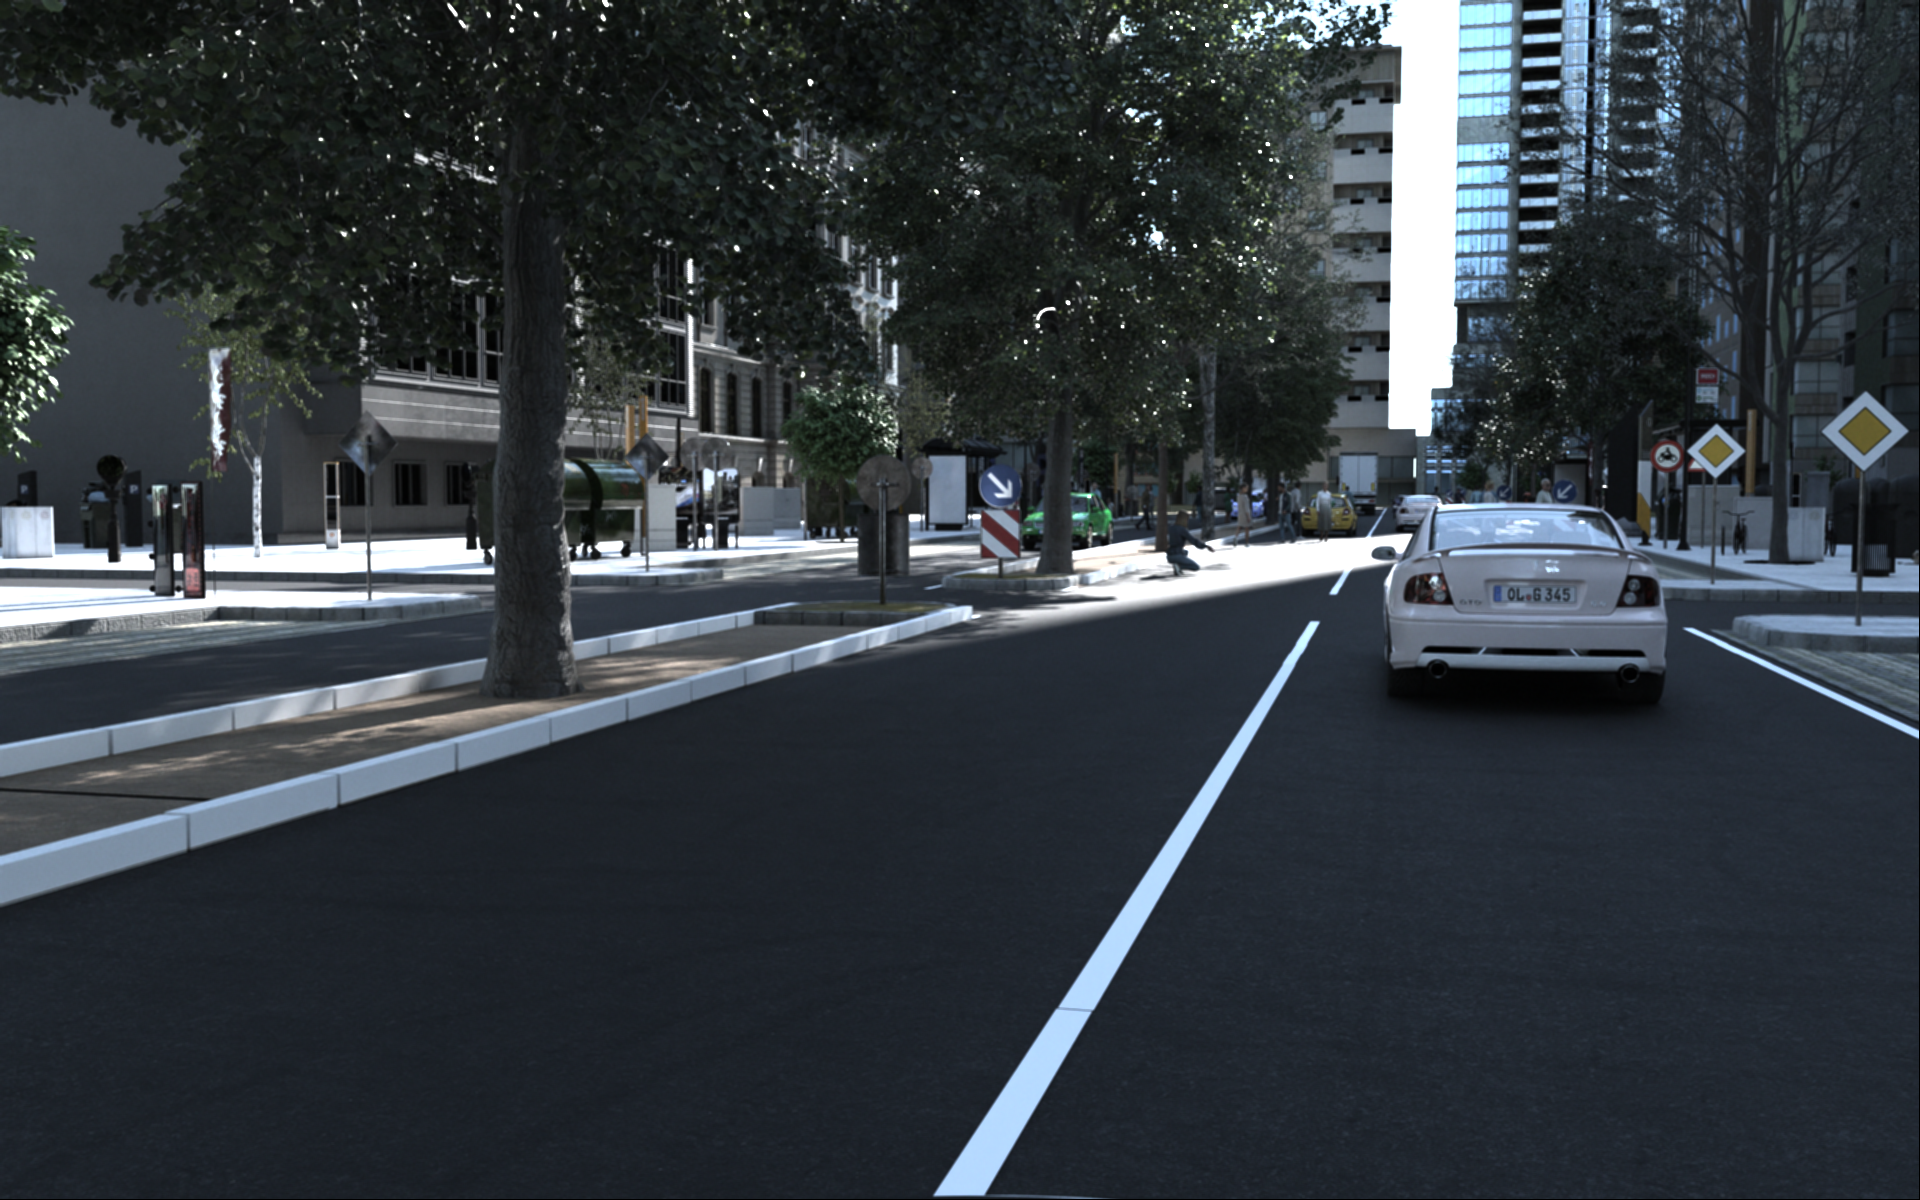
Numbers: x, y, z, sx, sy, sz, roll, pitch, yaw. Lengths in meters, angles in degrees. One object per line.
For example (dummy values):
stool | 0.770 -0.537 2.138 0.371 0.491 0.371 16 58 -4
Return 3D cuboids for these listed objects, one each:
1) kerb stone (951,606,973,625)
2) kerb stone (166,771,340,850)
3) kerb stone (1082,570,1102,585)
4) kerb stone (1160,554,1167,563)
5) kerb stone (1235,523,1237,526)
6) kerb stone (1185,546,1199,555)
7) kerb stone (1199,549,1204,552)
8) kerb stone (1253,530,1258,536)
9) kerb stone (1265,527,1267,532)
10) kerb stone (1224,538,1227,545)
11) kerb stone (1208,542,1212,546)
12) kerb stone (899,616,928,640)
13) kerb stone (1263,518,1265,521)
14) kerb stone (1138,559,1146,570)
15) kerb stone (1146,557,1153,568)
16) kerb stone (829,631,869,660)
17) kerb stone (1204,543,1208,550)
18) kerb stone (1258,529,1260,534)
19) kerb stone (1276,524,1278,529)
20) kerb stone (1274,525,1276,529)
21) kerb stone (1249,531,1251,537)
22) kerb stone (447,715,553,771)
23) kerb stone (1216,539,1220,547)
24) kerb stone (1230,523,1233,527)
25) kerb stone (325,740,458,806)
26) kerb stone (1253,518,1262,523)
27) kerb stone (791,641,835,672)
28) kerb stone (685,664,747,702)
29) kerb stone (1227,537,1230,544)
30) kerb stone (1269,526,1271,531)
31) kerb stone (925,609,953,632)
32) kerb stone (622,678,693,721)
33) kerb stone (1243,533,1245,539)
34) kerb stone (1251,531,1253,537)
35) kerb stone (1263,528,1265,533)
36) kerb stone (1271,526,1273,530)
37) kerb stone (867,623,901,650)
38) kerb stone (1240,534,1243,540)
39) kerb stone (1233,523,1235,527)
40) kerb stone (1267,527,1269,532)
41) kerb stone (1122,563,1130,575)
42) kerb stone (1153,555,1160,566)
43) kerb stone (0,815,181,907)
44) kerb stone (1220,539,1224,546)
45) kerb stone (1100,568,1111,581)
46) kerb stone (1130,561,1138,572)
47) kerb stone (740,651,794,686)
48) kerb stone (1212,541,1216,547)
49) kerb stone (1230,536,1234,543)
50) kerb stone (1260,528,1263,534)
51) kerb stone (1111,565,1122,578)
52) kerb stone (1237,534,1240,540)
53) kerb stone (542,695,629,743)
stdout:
kerb stone | -0.036 0.173 19.373 0.120 0.150 1.000 1 4 14
kerb stone | -3.030 0.901 7.457 0.120 0.150 1.000 1 4 14
kerb stone | 2.099 -0.341 27.852 0.120 0.150 1.000 1 4 14
kerb stone | 4.092 -0.830 35.803 0.120 0.150 1.000 1 4 14
kerb stone | 11.804 -3.235 75.106 0.120 0.150 1.000 1 4 14
kerb stone | 5.592 -1.197 41.771 0.120 0.150 1.000 1 4 14
kerb stone | 5.840 -1.258 42.763 0.120 0.150 1.000 1 4 14
kerb stone | 10.090 -2.291 59.658 0.120 0.150 1.000 1 4 14
kerb stone | 11.085 -2.535 63.642 0.120 0.150 1.000 1 4 14
kerb stone | 7.343 -1.623 48.730 0.120 0.150 1.000 1 4 14
kerb stone | 6.343 -1.380 44.754 0.120 0.150 1.000 1 4 14
kerb stone | -0.533 0.297 17.383 0.120 0.150 1.000 1 4 14
kerb stone | 15.801 -4.210 91.030 0.120 0.150 1.000 1 4 14
kerb stone | 3.346 -0.650 32.822 0.120 0.150 1.000 1 4 14
kerb stone | 3.588 -0.710 33.815 0.120 0.150 1.000 1 4 14
kerb stone | -1.034 0.417 15.401 0.120 0.150 1.000 1 4 14
kerb stone | 6.087 -1.319 43.755 0.120 0.150 1.000 1 4 14
kerb stone | 10.339 -2.349 60.667 0.120 0.150 1.000 1 4 14
kerb stone | 12.588 -2.899 69.634 0.120 0.150 1.000 1 4 14
kerb stone | 12.346 -2.839 68.632 0.120 0.150 1.000 1 4 14
kerb stone | 9.345 -2.109 56.674 0.120 0.150 1.000 1 4 14
kerb stone | -2.526 0.781 9.439 0.120 0.150 1.000 1 4 14
kerb stone | 6.839 -1.501 46.741 0.120 0.150 1.000 1 4 14
kerb stone | 11.308 -3.115 73.122 0.120 0.150 1.000 1 4 14
kerb stone | -2.780 0.841 8.448 0.120 0.150 1.000 1 4 14
kerb stone | 15.305 -4.088 89.033 0.120 0.150 1.000 1 4 14
kerb stone | -1.272 0.477 14.404 0.120 0.150 1.000 1 4 14
kerb stone | -1.783 0.598 12.418 0.120 0.150 1.000 1 4 14
kerb stone | 7.586 -1.680 49.723 0.120 0.150 1.000 1 4 14
kerb stone | 11.588 -2.653 65.632 0.120 0.150 1.000 1 4 14
kerb stone | -0.284 0.234 18.377 0.120 0.150 1.000 1 4 14
kerb stone | -2.028 0.662 11.422 0.120 0.150 1.000 1 4 14
kerb stone | 8.843 -1.987 54.690 0.120 0.150 1.000 1 4 14
kerb stone | 9.586 -2.166 57.667 0.120 0.150 1.000 1 4 14
kerb stone | 10.839 -2.474 62.649 0.120 0.150 1.000 1 4 14
kerb stone | 11.836 -2.718 66.633 0.120 0.150 1.000 1 4 14
kerb stone | -0.783 0.355 16.392 0.120 0.150 1.000 1 4 14
kerb stone | 8.586 -1.925 53.701 0.120 0.150 1.000 1 4 14
kerb stone | 11.552 -3.176 74.115 0.120 0.150 1.000 1 4 14
kerb stone | 11.331 -2.595 64.634 0.120 0.150 1.000 1 4 14
kerb stone | 2.842 -0.525 30.835 0.120 0.150 1.000 1 4 14
kerb stone | 3.847 -0.770 34.809 0.120 0.150 1.000 1 4 14
kerb stone | -3.276 0.967 6.463 0.120 0.150 1.000 1 4 14
kerb stone | 7.095 -1.562 47.737 0.120 0.150 1.000 1 4 14
kerb stone | 2.341 -0.407 28.845 0.120 0.150 1.000 1 4 14
kerb stone | 3.095 -0.589 31.825 0.120 0.150 1.000 1 4 14
kerb stone | -1.531 0.537 13.415 0.120 0.150 1.000 1 4 14
kerb stone | 6.596 -1.440 45.747 0.120 0.150 1.000 1 4 14
kerb stone | 7.841 -1.744 50.715 0.120 0.150 1.000 1 4 14
kerb stone | 10.587 -2.414 61.659 0.120 0.150 1.000 1 4 14
kerb stone | 2.603 -0.467 29.834 0.120 0.150 1.000 1 4 14
kerb stone | 8.337 -1.864 52.709 0.120 0.150 1.000 1 4 14
kerb stone | -2.281 0.720 10.431 0.120 0.150 1.000 1 4 14
